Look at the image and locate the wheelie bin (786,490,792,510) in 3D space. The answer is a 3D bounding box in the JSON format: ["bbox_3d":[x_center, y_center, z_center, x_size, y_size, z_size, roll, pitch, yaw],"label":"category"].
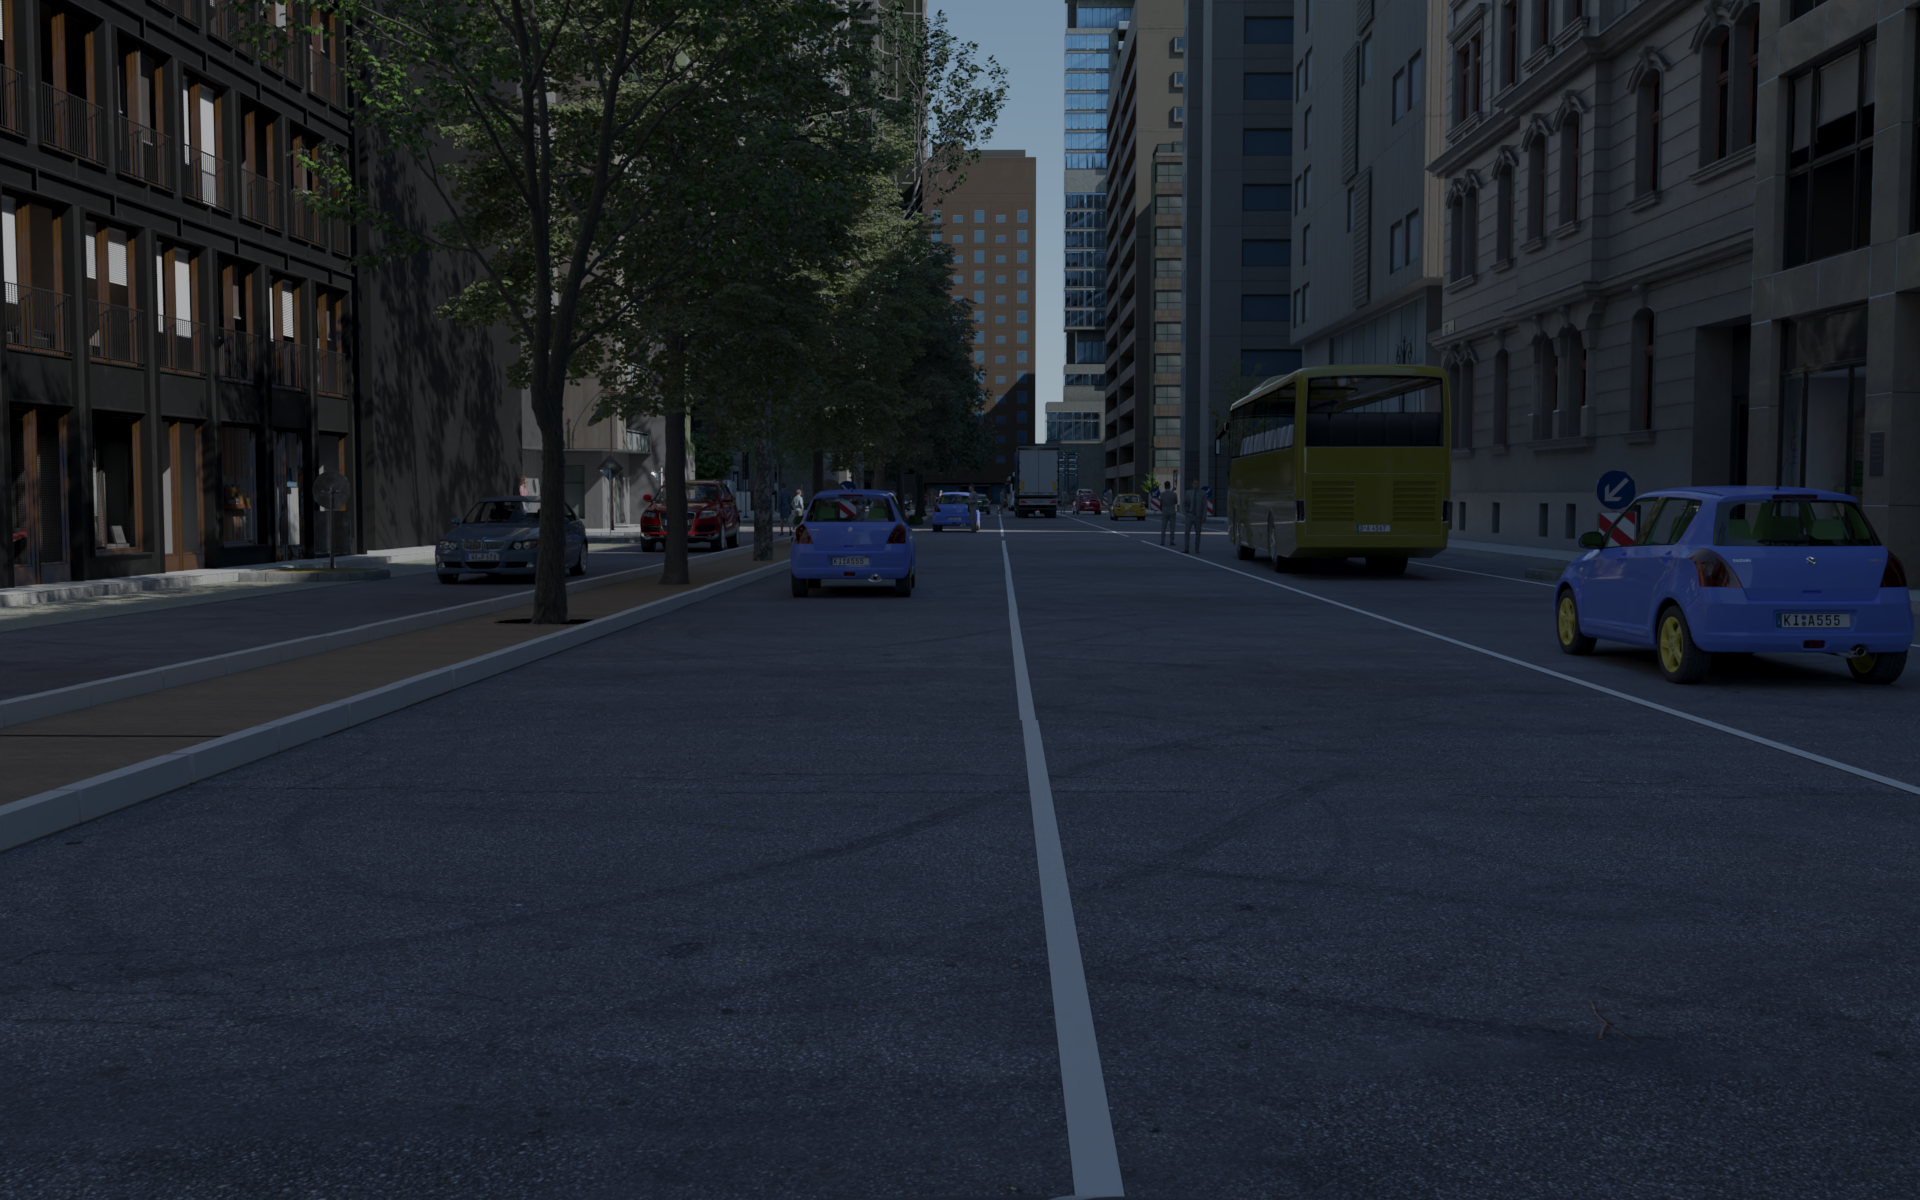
[{"bbox_3d":[-13.401,-7.729,134.272,0.693,1.594,0.980,0,4,2],"label":"wheelie bin"}]

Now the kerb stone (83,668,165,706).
[{"bbox_3d":[-5.880,0.618,12.121,0.120,0.150,1.000,0,4,1],"label":"kerb stone"}]

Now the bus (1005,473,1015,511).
[{"bbox_3d":[5.441,-9.414,148.782,2.948,3.499,13.247,0,3,0],"label":"bus"}]

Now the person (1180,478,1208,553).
[{"bbox_3d":[5.659,-2.033,41.836,0.635,1.810,0.391,1,4,11],"label":"person"}]

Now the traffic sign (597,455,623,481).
[{"bbox_3d":[-10.494,-3.041,51.904,0.795,2.593,0.064,0,4,1],"label":"traffic sign"}]

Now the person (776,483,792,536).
[{"bbox_3d":[-6.005,-3.105,59.295,0.581,1.822,0.654,-2,4,-33],"label":"person"}]

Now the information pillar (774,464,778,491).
[{"bbox_3d":[-13.880,-8.587,131.746,0.504,3.616,0.183,0,4,-5],"label":"information pillar"}]

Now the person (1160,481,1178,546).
[{"bbox_3d":[5.827,-2.426,48.347,0.511,1.800,0.466,0,4,4],"label":"person"}]

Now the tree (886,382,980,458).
[{"bbox_3d":[-3.090,-9.633,94.371,8.767,10.594,7.601,0,4,1],"label":"tree"}]

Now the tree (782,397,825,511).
[{"bbox_3d":[-11.573,-10.867,128.030,4.737,8.622,4.395,0,3,0],"label":"tree"}]

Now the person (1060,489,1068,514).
[{"bbox_3d":[7.627,-7.239,126.974,0.709,1.813,0.853,1,4,19],"label":"person"}]

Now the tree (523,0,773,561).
[{"bbox_3d":[-5.404,-10.947,37.324,12.611,20.169,13.585,0,3,0],"label":"tree"}]

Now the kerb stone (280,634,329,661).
[{"bbox_3d":[-5.812,0.428,15.196,0.120,0.150,1.000,0,4,1],"label":"kerb stone"}]

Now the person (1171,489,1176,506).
[{"bbox_3d":[15.912,-7.485,129.426,0.522,1.701,0.512,1,4,22],"label":"person"}]

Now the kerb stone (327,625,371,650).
[{"bbox_3d":[-5.788,0.372,16.230,0.120,0.150,1.000,0,4,1],"label":"kerb stone"}]

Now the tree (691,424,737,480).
[{"bbox_3d":[-11.939,-5.928,80.644,4.285,4.588,4.351,0,3,0],"label":"tree"}]

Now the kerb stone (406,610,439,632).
[{"bbox_3d":[-5.744,0.240,18.277,0.120,0.150,1.000,0,4,1],"label":"kerb stone"}]

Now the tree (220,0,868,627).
[{"bbox_3d":[-4.413,-5.531,18.639,9.928,11.665,9.643,0,3,0],"label":"tree"}]

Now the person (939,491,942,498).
[{"bbox_3d":[-1.537,-8.503,148.255,0.721,1.736,1.217,1,4,14],"label":"person"}]

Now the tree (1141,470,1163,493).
[{"bbox_3d":[15.150,-8.704,136.904,1.663,3.219,1.824,0,3,0],"label":"tree"}]

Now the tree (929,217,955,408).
[{"bbox_3d":[-4.032,-7.789,47.935,7.486,12.596,7.792,0,3,0],"label":"tree"}]

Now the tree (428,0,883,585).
[{"bbox_3d":[-4.583,-6.533,27.407,7.486,12.596,7.792,0,3,0],"label":"tree"}]

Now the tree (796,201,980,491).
[{"bbox_3d":[-3.604,-10.189,75.700,9.857,13.997,8.962,0,3,0],"label":"tree"}]

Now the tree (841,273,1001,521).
[{"bbox_3d":[-2.966,-10.158,85.543,9.611,12.733,9.660,0,3,0],"label":"tree"}]

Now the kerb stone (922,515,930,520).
[{"bbox_3d":[-1.932,-4.681,98.766,0.120,0.150,1.000,0,4,1],"label":"kerb stone"}]

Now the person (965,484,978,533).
[{"bbox_3d":[0.378,-3.382,63.991,0.583,1.804,0.606,-2,4,-30],"label":"person"}]

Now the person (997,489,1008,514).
[{"bbox_3d":[3.037,-7.043,123.773,0.853,1.813,0.709,0,4,-1],"label":"person"}]

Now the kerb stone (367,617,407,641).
[{"bbox_3d":[-5.768,0.303,17.251,0.120,0.150,1.000,0,4,1],"label":"kerb stone"}]

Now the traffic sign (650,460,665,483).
[{"bbox_3d":[-10.325,-3.529,59.887,0.795,2.593,0.064,0,4,1],"label":"traffic sign"}]

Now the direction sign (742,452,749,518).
[{"bbox_3d":[-11.440,-6.146,92.490,0.379,3.537,0.876,1,4,15],"label":"direction sign"}]

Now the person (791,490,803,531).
[{"bbox_3d":[-6.335,-3.519,67.853,0.330,1.601,0.589,-3,5,-42],"label":"person"}]

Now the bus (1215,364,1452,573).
[{"bbox_3d":[7.072,-2.617,34.342,2.896,3.916,12.252,0,4,3],"label":"bus"}]

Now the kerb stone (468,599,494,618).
[{"bbox_3d":[-5.704,0.114,20.334,0.120,0.150,1.000,0,4,1],"label":"kerb stone"}]

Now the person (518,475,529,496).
[{"bbox_3d":[-12.630,-2.706,50.297,0.388,1.821,0.555,-1,4,-15],"label":"person"}]

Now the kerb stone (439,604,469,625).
[{"bbox_3d":[-5.717,0.177,19.298,0.120,0.150,1.000,0,4,1],"label":"kerb stone"}]

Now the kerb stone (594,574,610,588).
[{"bbox_3d":[-5.563,-0.262,26.473,0.120,0.150,1.000,0,4,1],"label":"kerb stone"}]

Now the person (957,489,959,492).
[{"bbox_3d":[-0.088,-7.177,126.122,0.850,1.792,0.678,-3,5,-40],"label":"person"}]

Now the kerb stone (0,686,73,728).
[{"bbox_3d":[-5.895,0.682,11.097,0.120,0.150,1.000,0,4,1],"label":"kerb stone"}]

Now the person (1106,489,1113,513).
[{"bbox_3d":[11.570,-7.686,134.344,0.537,1.800,0.526,0,4,-2],"label":"person"}]

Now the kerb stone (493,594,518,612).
[{"bbox_3d":[-5.675,0.053,21.356,0.120,0.150,1.000,0,4,1],"label":"kerb stone"}]

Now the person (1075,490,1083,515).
[{"bbox_3d":[8.031,-6.596,117.190,0.643,1.720,0.563,0,4,-5],"label":"person"}]

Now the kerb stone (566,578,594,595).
[{"bbox_3d":[-5.587,-0.198,25.452,0.120,0.150,1.000,0,4,1],"label":"kerb stone"}]

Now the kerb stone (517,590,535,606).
[{"bbox_3d":[-5.659,-0.010,22.381,0.120,0.150,1.000,0,4,1],"label":"kerb stone"}]

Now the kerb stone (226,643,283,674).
[{"bbox_3d":[-5.828,0.491,14.166,0.120,0.150,1.000,0,4,1],"label":"kerb stone"}]

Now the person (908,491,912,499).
[{"bbox_3d":[-6.078,-12.118,206.638,0.705,1.823,1.348,-3,5,-42],"label":"person"}]

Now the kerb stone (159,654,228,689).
[{"bbox_3d":[-5.856,0.554,13.143,0.120,0.150,1.000,0,4,1],"label":"kerb stone"}]

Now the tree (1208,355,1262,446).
[{"bbox_3d":[14.984,-8.607,91.093,4.737,8.622,4.395,0,3,0],"label":"tree"}]

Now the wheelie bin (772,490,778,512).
[{"bbox_3d":[-13.588,-7.309,127.417,0.693,1.594,0.980,1,4,15],"label":"wheelie bin"}]

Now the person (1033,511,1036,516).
[{"bbox_3d":[4.969,-6.501,114.699,0.656,1.842,0.836,1,4,21],"label":"person"}]
